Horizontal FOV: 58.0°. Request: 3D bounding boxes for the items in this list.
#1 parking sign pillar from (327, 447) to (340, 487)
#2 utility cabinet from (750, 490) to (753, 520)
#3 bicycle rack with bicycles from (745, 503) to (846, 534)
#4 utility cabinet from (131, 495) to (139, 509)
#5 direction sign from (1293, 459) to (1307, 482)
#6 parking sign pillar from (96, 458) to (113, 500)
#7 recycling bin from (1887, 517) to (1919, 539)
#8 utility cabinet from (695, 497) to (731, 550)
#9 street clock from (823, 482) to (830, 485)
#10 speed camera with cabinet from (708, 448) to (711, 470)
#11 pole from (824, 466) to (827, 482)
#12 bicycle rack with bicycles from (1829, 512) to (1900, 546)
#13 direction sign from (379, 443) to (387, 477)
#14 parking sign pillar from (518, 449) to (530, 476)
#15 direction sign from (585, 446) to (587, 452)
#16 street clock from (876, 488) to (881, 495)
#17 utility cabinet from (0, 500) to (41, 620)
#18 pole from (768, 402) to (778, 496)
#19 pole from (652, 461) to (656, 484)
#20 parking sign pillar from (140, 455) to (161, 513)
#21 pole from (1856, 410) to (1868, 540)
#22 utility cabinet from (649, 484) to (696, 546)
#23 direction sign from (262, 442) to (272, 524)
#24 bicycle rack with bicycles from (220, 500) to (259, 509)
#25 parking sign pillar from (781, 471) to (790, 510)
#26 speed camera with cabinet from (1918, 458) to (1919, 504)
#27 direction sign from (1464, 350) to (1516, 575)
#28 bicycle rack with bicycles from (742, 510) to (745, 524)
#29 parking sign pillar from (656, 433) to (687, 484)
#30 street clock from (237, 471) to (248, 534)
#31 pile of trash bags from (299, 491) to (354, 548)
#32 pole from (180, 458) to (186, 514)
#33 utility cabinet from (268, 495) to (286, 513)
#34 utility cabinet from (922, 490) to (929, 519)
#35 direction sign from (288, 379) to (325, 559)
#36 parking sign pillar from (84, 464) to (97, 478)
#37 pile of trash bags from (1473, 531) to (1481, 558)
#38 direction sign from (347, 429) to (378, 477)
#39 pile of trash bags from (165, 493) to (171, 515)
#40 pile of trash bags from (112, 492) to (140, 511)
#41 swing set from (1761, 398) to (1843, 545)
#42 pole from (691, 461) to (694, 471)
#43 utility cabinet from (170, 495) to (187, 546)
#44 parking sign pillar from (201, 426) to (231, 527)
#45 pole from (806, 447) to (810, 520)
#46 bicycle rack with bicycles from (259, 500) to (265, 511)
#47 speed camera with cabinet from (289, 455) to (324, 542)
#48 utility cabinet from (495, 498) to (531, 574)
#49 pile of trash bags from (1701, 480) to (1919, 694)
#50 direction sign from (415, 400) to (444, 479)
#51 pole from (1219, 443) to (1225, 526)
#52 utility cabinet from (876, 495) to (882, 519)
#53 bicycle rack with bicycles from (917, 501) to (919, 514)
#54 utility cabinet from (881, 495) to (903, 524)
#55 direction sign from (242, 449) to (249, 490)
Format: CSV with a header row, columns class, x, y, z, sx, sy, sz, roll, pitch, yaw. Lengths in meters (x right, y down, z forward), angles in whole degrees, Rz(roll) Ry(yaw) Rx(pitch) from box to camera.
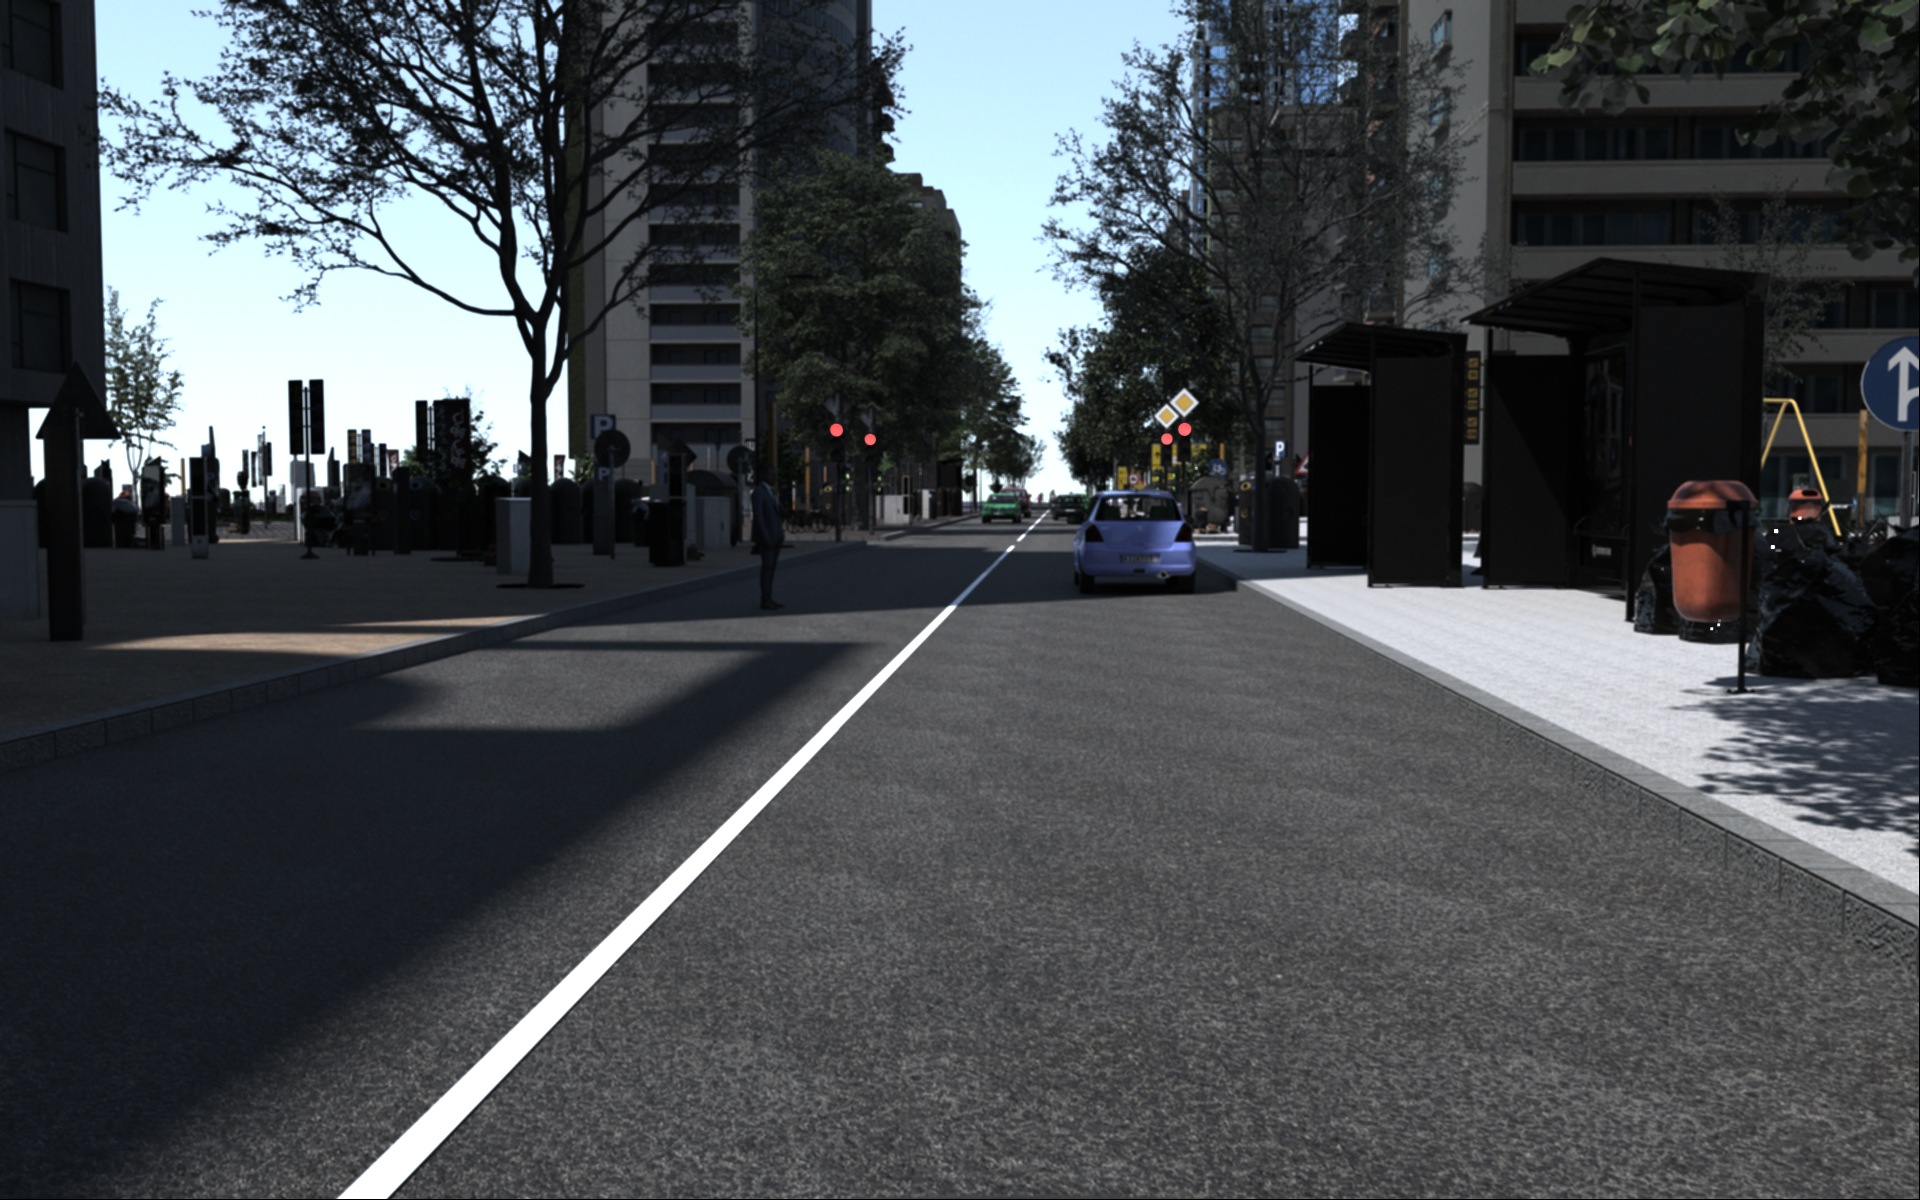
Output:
class,x,y,z,sx,sy,sz,roll,pitch,yaw
parking sign pillar,-35.805,-6.759,98.989,1.447,3.967,1.447,-2,4,-31
utility cabinet,-9.632,-4.604,83.951,0.318,1.500,1.173,3,5,40
bicycle rack with bicycles,-5.080,-2.709,57.679,2.925,0.926,2.852,-3,4,-36
utility cabinet,-59.598,-6.951,124.812,0.306,1.237,1.020,0,4,4
direction sign,21.972,-7.343,112.050,0.876,3.537,0.379,1,4,13
parking sign pillar,-64.978,-8.741,131.393,1.447,3.967,1.447,1,4,11
recycling bin,10.833,-0.408,19.221,0.722,1.027,0.722,-1,4,-16
utility cabinet,-5.690,-1.755,39.851,0.306,1.237,1.020,2,4,29
street clock,-7.973,-6.022,103.030,0.471,2.002,0.358,-3,4,-36
speed camera with cabinet,-11.358,-4.874,74.028,2.038,3.252,0.660,2,4,30
pole,-9.889,-8.177,127.539,0.158,3.312,0.155,0,3,0
bicycle rack with bicycles,17.889,-1.230,33.486,2.925,0.926,2.852,-1,4,-12
direction sign,-25.894,-5.197,76.974,0.876,3.537,0.379,-3,4,-36
parking sign pillar,-25.906,-7.093,104.439,1.447,3.967,1.447,-2,4,-31
direction sign,-17.646,-5.495,81.833,0.379,3.537,0.876,0,4,-6
street clock,-4.952,-6.171,105.462,0.358,2.002,0.471,1,4,20
utility cabinet,-9.946,-0.394,17.603,1.020,1.237,0.306,-2,4,-31
pole,-4.142,-2.721,38.325,0.158,3.312,0.155,0,3,0
pole,-18.864,-6.911,106.838,0.158,3.312,0.155,0,3,0
parking sign pillar,-56.041,-8.044,119.991,1.447,3.967,1.447,3,5,45
pole,21.873,-2.946,42.009,0.158,3.312,0.155,0,3,0
utility cabinet,-6.397,-1.829,38.583,1.173,1.500,0.318,3,4,37
direction sign,-30.033,-5.076,74.989,0.379,3.537,0.876,1,4,11
bicycle rack with bicycles,-48.631,-6.196,114.688,2.852,0.926,2.925,3,5,44
parking sign pillar,-9.186,-6.014,86.800,1.447,3.967,1.447,-3,4,-36
speed camera with cabinet,23.765,-2.911,41.935,0.660,3.252,2.038,3,5,42
direction sign,8.305,-2.166,27.405,0.876,3.537,0.379,1,4,10
bicycle rack with bicycles,-7.753,-3.678,73.521,2.852,0.926,2.925,3,4,36
parking sign pillar,-12.721,-5.381,76.456,1.447,3.967,1.447,0,4,2
street clock,-22.765,-3.085,55.007,0.358,2.002,0.471,-3,4,-37
pile of trash bags,-15.374,-2.017,42.737,3.447,1.369,1.912,3,5,43
pole,-43.831,-6.354,97.729,0.158,3.312,0.155,0,3,0
utility cabinet,-43.712,-6.098,110.869,1.020,1.237,0.306,-1,4,-12
utility cabinet,-1.561,-4.908,88.929,0.318,1.500,1.173,-1,4,-23
direction sign,-12.925,-2.589,34.322,0.876,3.537,0.379,1,4,23
parking sign pillar,-57.201,-7.562,112.107,1.447,3.967,1.447,0,4,3
pile of trash bags,12.160,-1.558,35.230,3.447,1.369,1.912,-3,4,-36
direction sign,-20.940,-4.187,60.454,0.876,3.537,0.379,1,4,10
pile of trash bags,-47.051,-5.666,102.387,1.912,1.369,3.447,-2,4,-29
pile of trash bags,-61.305,-7.245,128.212,3.447,1.369,1.912,-3,5,-43
swing set,12.438,-1.870,28.191,3.119,2.851,2.862,-1,4,-18
pole,-15.501,-6.520,100.452,0.158,3.312,0.155,0,3,0
utility cabinet,-19.543,-1.964,43.270,0.306,1.237,1.020,-2,4,-27
parking sign pillar,-29.353,-4.847,67.727,1.447,3.967,1.447,-2,4,-26
pole,-6.160,-4.662,70.070,0.158,3.312,0.155,0,3,0
bicycle rack with bicycles,-52.608,-7.229,131.583,2.925,0.926,2.852,-2,4,-35
speed camera with cabinet,-17.804,-3.234,47.213,0.660,3.252,2.038,-2,4,-29
utility cabinet,-7.124,-1.043,28.217,0.306,1.237,1.020,1,4,23
pile of trash bags,6.237,-0.132,11.916,3.447,1.369,1.912,-2,4,-24
direction sign,-12.737,-3.043,41.755,0.876,3.537,0.379,1,4,22
pole,10.578,-4.649,69.862,0.158,3.312,0.155,0,3,0
utility cabinet,-4.206,-4.853,90.511,0.306,1.237,1.020,0,4,8
bicycle rack with bicycles,-1.876,-5.757,107.507,2.852,0.926,2.925,1,4,9
utility cabinet,-2.761,-3.884,74.661,1.020,1.237,0.306,2,4,24
direction sign,-36.203,-5.862,87.833,0.379,3.537,0.876,-3,5,-40
